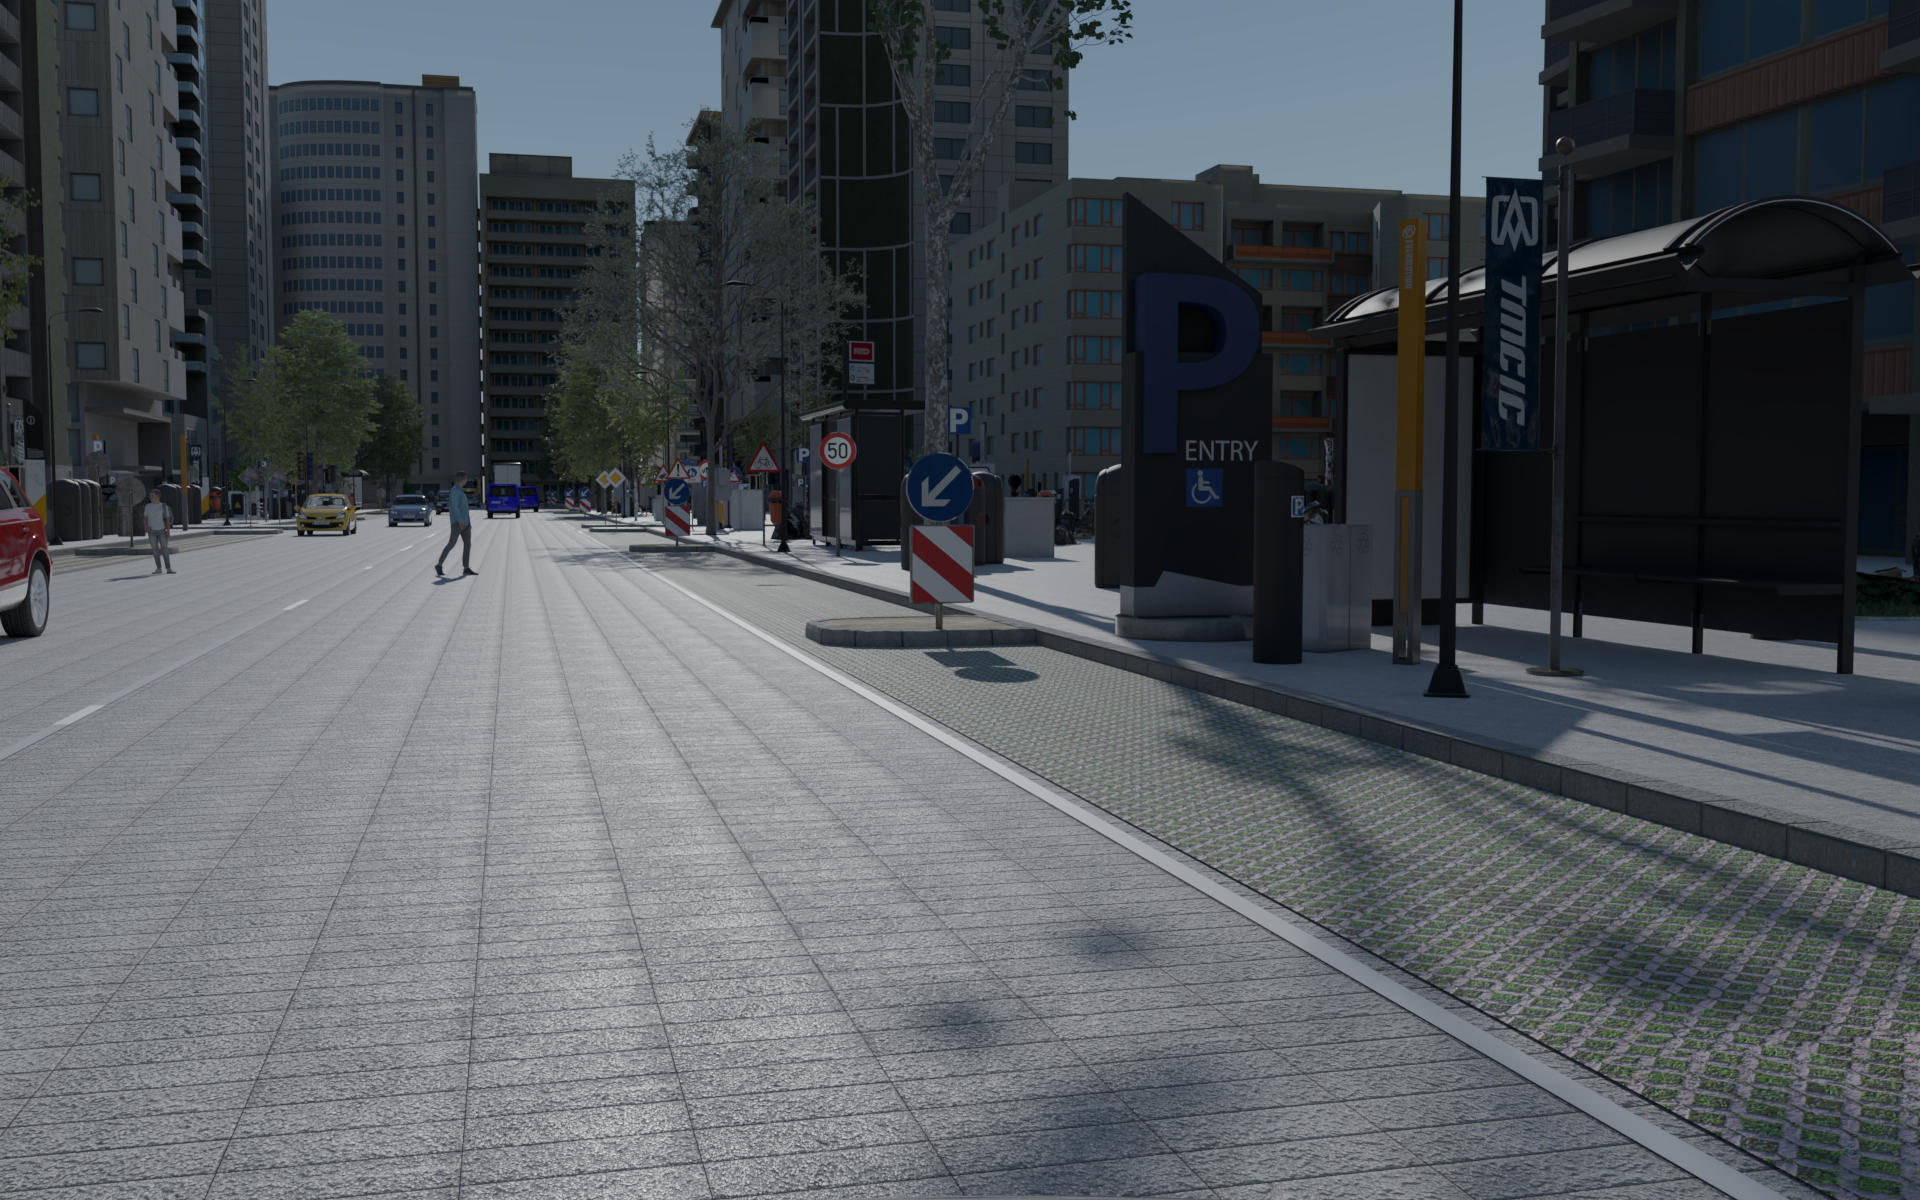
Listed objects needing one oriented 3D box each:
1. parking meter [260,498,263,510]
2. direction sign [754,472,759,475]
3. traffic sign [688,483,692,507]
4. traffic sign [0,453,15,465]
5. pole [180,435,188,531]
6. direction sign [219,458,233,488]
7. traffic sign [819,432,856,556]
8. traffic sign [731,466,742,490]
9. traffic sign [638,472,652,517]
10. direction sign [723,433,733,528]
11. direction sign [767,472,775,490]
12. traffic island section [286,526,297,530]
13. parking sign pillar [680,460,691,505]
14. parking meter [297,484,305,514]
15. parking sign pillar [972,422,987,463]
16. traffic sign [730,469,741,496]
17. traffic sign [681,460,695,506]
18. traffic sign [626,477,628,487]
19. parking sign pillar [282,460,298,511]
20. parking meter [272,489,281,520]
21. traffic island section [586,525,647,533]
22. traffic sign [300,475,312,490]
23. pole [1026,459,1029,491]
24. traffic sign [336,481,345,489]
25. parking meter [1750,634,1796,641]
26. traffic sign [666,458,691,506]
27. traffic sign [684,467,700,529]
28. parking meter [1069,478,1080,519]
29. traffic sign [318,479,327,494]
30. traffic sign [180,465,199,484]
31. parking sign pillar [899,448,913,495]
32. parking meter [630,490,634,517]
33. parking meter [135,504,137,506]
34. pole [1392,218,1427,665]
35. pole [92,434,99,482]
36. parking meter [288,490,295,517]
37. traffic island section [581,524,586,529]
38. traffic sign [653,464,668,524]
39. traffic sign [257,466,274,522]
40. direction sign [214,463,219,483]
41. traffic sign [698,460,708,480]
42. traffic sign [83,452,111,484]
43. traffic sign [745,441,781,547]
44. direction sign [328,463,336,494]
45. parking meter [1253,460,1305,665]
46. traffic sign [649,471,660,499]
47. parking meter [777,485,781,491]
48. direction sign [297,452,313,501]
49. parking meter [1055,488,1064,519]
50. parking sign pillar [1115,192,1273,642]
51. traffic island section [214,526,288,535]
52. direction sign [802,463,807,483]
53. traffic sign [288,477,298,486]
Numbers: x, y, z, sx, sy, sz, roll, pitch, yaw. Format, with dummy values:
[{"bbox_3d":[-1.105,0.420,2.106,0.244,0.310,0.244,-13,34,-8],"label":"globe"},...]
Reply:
[{"bbox_3d":[-55.618,-8.082,137.846,0.399,1.863,0.255,1,4,10],"label":"parking meter"},{"bbox_3d":[-12.191,-6.839,103.816,0.379,3.537,0.876,-2,4,-28],"label":"direction sign"},{"bbox_3d":[-15.516,-6.128,100.299,0.768,2.556,0.104,-1,4,-13],"label":"traffic sign"},{"bbox_3d":[-29.378,-3.260,53.412,0.768,2.556,0.104,-1,4,-8],"label":"traffic sign"},{"bbox_3d":[-27.015,-4.065,60.308,0.158,3.312,0.155,0,3,0],"label":"pole"},{"bbox_3d":[-45.838,-7.131,108.585,0.876,3.537,0.379,2,4,34],"label":"direction sign"},{"bbox_3d":[-2.509,-2.169,35.568,0.768,2.556,0.104,0,4,-5],"label":"traffic sign"},{"bbox_3d":[-10.429,-4.873,79.773,0.768,2.556,0.104,0,4,-6],"label":"traffic sign"},{"bbox_3d":[-17.891,-6.040,98.753,0.884,2.594,0.081,0,4,-7],"label":"traffic sign"},{"bbox_3d":[-8.706,-4.471,65.096,0.379,3.537,0.876,-2,4,-30],"label":"direction sign"},{"bbox_3d":[-15.187,-8.996,139.087,0.379,3.537,0.876,3,4,38],"label":"direction sign"},{"bbox_3d":[-27.493,-2.916,69.959,2.009,0.180,2.903,-1,4,-14],"label":"traffic island section"},{"bbox_3d":[-21.603,-9.143,137.964,1.447,3.967,1.447,-1,4,-22],"label":"parking sign pillar"},{"bbox_3d":[-36.511,-5.528,96.087,0.255,1.863,0.399,3,4,38],"label":"parking meter"},{"bbox_3d":[0.739,-4.624,64.079,1.447,3.967,1.447,0,4,7],"label":"parking sign pillar"},{"bbox_3d":[-10.143,-4.687,76.638,0.884,2.594,0.081,-1,4,-10],"label":"traffic sign"},{"bbox_3d":[-10.164,-3.917,64.150,0.768,2.556,0.104,-1,4,-8],"label":"traffic sign"},{"bbox_3d":[-25.381,-8.027,131.339,0.768,2.556,0.104,-1,4,-11],"label":"traffic sign"},{"bbox_3d":[-51.667,-8.852,133.201,1.447,3.967,1.447,-3,5,-44],"label":"parking sign pillar"},{"bbox_3d":[-34.056,-4.763,86.288,0.372,1.533,0.369,0,3,0],"label":"parking meter"},{"bbox_3d":[-12.963,-2.640,65.446,2.009,0.180,2.903,-1,4,-14],"label":"traffic island section"},{"bbox_3d":[-43.601,-7.056,115.476,0.768,2.556,0.104,-1,4,-12],"label":"traffic sign"},{"bbox_3d":[3.873,-6.480,99.790,0.158,3.312,0.155,0,3,0],"label":"pole"},{"bbox_3d":[-48.450,-8.156,135.477,0.606,2.300,0.079,-1,4,-9],"label":"traffic sign"},{"bbox_3d":[7.201,-0.421,15.288,0.372,1.533,0.369,0,3,0],"label":"parking meter"},{"bbox_3d":[-10.028,-3.772,61.676,0.884,2.594,0.081,0,4,-7],"label":"traffic sign"},{"bbox_3d":[-9.789,-3.743,63.328,0.606,2.300,0.079,-1,4,-9],"label":"traffic sign"},{"bbox_3d":[4.254,-3.601,64.591,0.255,1.863,0.399,-2,4,-33],"label":"parking meter"},{"bbox_3d":[-49.467,-8.136,134.211,0.795,2.450,0.064,-1,4,-10],"label":"traffic sign"},{"bbox_3d":[-33.836,-4.647,76.079,0.768,2.556,0.104,0,4,-7],"label":"traffic sign"},{"bbox_3d":[-2.977,-6.530,95.233,1.447,3.967,1.447,-3,4,-36],"label":"parking sign pillar"},{"bbox_3d":[-18.510,-5.482,98.040,0.372,1.533,0.369,0,3,0],"label":"parking meter"},{"bbox_3d":[-29.368,-3.238,61.344,0.372,1.533,0.369,0,3,0],"label":"parking meter"},{"bbox_3d":[3.371,-1.170,12.976,0.158,3.312,0.155,0,3,0],"label":"pole"},{"bbox_3d":[-29.485,-3.996,59.180,0.158,3.312,0.155,0,3,0],"label":"pole"},{"bbox_3d":[-37.749,-5.468,97.819,0.372,1.533,0.369,0,3,0],"label":"parking meter"},{"bbox_3d":[-14.960,-3.113,73.179,2.009,0.180,2.903,-1,4,-14],"label":"traffic island section"},{"bbox_3d":[-12.780,-4.565,74.647,0.884,2.594,0.081,-1,4,-13],"label":"traffic sign"},{"bbox_3d":[-31.526,-4.802,78.624,0.768,2.556,0.104,-1,4,-12],"label":"traffic sign"},{"bbox_3d":[-53.534,-8.158,125.381,0.876,3.537,0.379,0,4,-6],"label":"direction sign"},{"bbox_3d":[-9.330,-3.914,64.096,0.768,2.556,0.104,-1,4,-10],"label":"traffic sign"},{"bbox_3d":[-25.946,-3.180,52.105,0.768,2.556,0.104,-1,4,-12],"label":"traffic sign"},{"bbox_3d":[-4.798,-2.588,42.312,0.884,2.594,0.081,-1,4,-13],"label":"traffic sign"},{"bbox_3d":[-41.756,-7.532,115.142,0.876,3.537,0.379,3,4,39],"label":"direction sign"},{"bbox_3d":[2.421,-0.291,13.162,0.372,1.533,0.369,0,3,0],"label":"parking meter"},{"bbox_3d":[-16.437,-5.715,93.547,0.768,2.556,0.104,-1,4,-10],"label":"traffic sign"},{"bbox_3d":[-11.841,-6.617,113.903,0.399,1.863,0.255,2,4,32],"label":"parking meter"},{"bbox_3d":[-35.687,-6.267,94.465,0.379,3.537,0.876,3,5,39],"label":"direction sign"},{"bbox_3d":[3.893,-3.626,67.703,0.372,1.533,0.369,0,3,0],"label":"parking meter"},{"bbox_3d":[2.131,-1.659,15.599,1.447,3.967,1.447,-1,4,-12],"label":"parking sign pillar"},{"bbox_3d":[-25.496,-2.443,62.227,2.009,0.180,2.903,-1,4,-14],"label":"traffic island section"},{"bbox_3d":[-11.435,-8.095,124.345,0.876,3.537,0.379,1,4,8],"label":"direction sign"},{"bbox_3d":[-49.561,-7.867,128.729,0.768,2.556,0.104,-1,4,-9],"label":"traffic sign"}]
